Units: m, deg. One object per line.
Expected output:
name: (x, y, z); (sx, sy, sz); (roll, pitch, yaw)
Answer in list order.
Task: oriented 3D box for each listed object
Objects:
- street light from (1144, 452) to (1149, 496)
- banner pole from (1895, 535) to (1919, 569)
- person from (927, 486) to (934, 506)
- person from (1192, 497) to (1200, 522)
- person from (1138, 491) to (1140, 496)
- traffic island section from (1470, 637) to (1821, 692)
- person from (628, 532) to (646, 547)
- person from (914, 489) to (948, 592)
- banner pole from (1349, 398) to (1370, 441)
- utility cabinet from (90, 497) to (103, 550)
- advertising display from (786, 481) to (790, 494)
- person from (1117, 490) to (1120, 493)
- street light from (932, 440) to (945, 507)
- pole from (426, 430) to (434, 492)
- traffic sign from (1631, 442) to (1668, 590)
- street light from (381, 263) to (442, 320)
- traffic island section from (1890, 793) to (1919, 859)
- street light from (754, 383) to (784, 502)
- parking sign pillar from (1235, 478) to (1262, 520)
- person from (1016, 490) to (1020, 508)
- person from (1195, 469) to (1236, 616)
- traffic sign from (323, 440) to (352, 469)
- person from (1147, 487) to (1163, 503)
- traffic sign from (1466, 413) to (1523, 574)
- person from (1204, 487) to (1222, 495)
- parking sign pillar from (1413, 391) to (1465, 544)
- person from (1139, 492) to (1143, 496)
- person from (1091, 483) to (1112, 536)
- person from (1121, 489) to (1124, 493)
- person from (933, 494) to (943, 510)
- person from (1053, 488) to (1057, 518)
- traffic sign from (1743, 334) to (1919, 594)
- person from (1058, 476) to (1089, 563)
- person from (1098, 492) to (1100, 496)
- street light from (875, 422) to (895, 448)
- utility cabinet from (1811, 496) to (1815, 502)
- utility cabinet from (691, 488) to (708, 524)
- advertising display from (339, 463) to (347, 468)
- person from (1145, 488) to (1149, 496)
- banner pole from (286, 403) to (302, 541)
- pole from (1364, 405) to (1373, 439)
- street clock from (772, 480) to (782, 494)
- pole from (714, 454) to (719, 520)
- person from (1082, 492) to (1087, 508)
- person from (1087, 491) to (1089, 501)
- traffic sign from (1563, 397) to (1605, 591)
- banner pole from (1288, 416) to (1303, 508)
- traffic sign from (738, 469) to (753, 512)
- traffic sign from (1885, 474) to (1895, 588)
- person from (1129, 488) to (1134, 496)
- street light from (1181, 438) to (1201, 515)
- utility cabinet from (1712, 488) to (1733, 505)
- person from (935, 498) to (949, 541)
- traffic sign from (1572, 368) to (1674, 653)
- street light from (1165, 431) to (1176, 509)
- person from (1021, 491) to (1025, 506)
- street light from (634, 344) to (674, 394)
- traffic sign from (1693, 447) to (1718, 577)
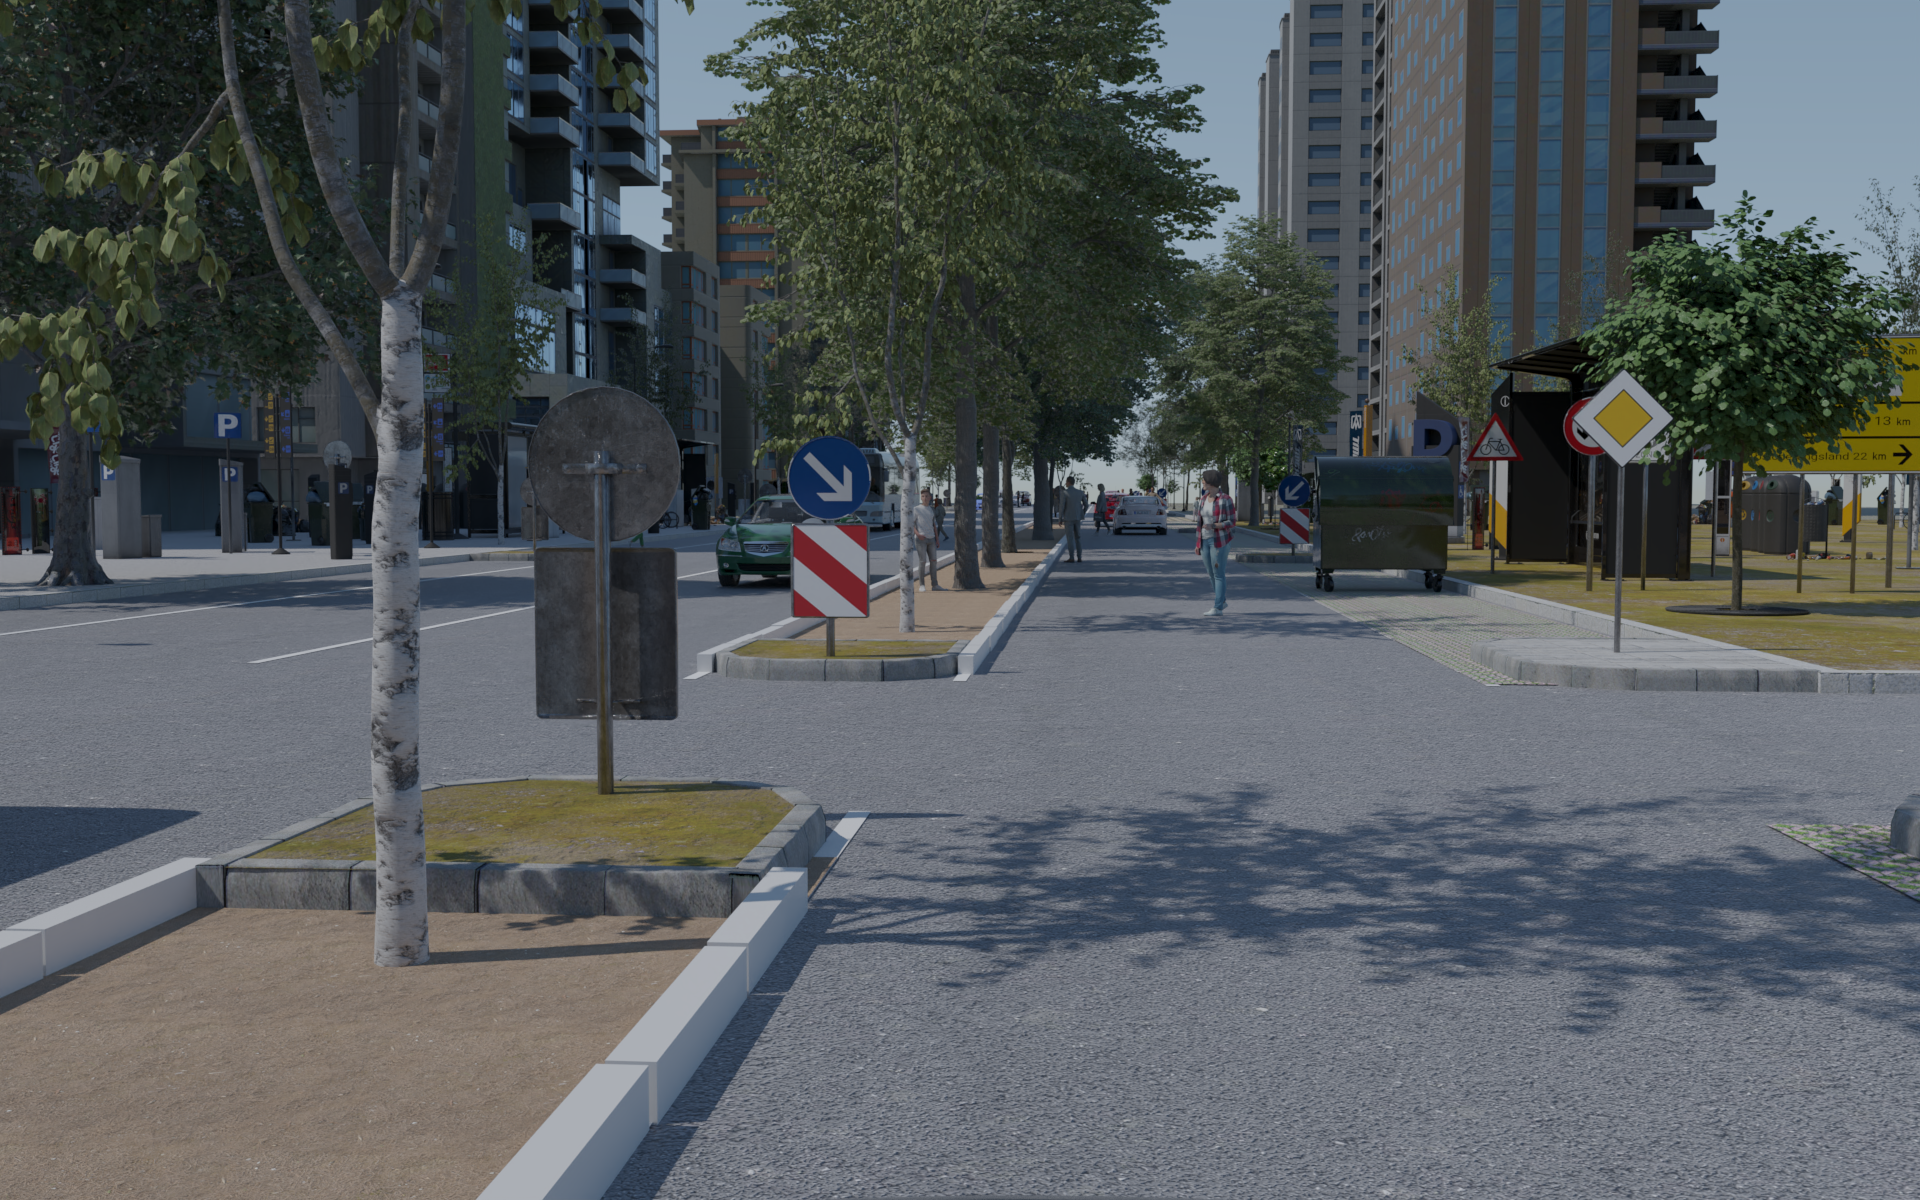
street light: (21.063, -13.279, 189.646); (1.470, 5.913, 1.316); (0, 4, 5)
banner pole: (16.394, -2.427, 29.702); (0.401, 3.779, 0.863); (3, 5, 42)
person: (-1.522, -4.653, 84.775); (0.606, 1.804, 0.583); (1, 4, 18)
person: (11.982, -4.609, 88.142); (0.394, 1.301, 0.425); (3, 4, 38)
person: (21.225, -12.028, 205.021); (0.709, 1.838, 0.599); (1, 4, 21)
traffic island section: (5.337, 0.505, 14.027); (2.009, 0.180, 2.903); (0, 4, 5)
person: (-8.459, -2.001, 45.467); (0.590, 1.304, 0.306); (-3, 4, -37)
person: (-0.475, -0.875, 25.394); (0.523, 1.515, 0.503); (2, 4, 25)
banner pole: (10.535, -3.401, 45.626); (0.401, 3.779, 0.863); (-2, 4, -31)
utility cabinet: (-19.656, -1.781, 40.273); (1.020, 1.237, 0.306); (-3, 4, -39)
advertising display: (-8.391, -4.939, 85.960); (0.123, 1.923, 0.974); (1, 4, 16)
person: (11.609, -7.228, 127.461); (1.217, 1.735, 0.721); (2, 4, 31)
street light: (-1.809, -10.845, 149.857); (1.470, 5.913, 1.316); (0, 4, 5)
pole: (-16.787, -3.732, 54.860); (0.158, 3.312, 0.155); (0, 3, 0)
traffic sign: (9.110, -1.279, 23.037); (0.606, 2.300, 0.079); (1, 4, 9)
street light: (-11.106, -3.819, 34.980); (1.470, 5.913, 1.316); (0, 4, 5)
traffic island section: (4.690, 0.992, 6.068); (2.009, 0.180, 2.903); (0, 4, 5)
street light: (-8.089, -6.137, 72.886); (1.470, 5.913, 1.316); (0, 4, 5)
parking sign pillar: (14.065, -5.866, 84.375); (1.447, 3.967, 1.447); (-1, 4, -23)
person: (6.108, -10.653, 182.689); (0.705, 1.822, 1.348); (0, 4, 2)
person: (3.039, -0.680, 20.457); (0.643, 1.720, 0.563); (-2, 4, -34)
traffic sign: (-14.750, -2.502, 41.014); (0.768, 2.556, 0.104); (1, 4, 13)
person: (10.225, -5.109, 92.035); (1.348, 1.823, 0.705); (2, 4, 31)
traffic sign: (8.590, -1.704, 27.869); (0.884, 2.594, 0.081); (1, 4, 11)
person: (6.507, -2.176, 44.177); (0.679, 1.850, 0.850); (2, 4, 32)
parking sign pillar: (12.412, -3.457, 44.998); (1.447, 3.967, 1.447); (3, 5, 39)
person: (8.482, -4.272, 80.941); (0.523, 1.515, 0.503); (2, 4, 31)
person: (4.840, -3.083, 59.082); (0.728, 1.800, 0.709); (0, 4, 7)
person: (9.765, -5.800, 103.882); (0.990, 1.755, 0.434); (1, 4, 20)
person: (-1.379, -5.440, 100.696); (1.065, 1.426, 0.557); (-2, 4, -33)
person: (5.698, -5.927, 105.494); (1.348, 1.812, 0.705); (0, 3, 0)
traffic sign: (11.184, -1.737, 22.271); (2.265, 3.308, 0.079); (1, 4, 9)
person: (2.359, -1.689, 36.219); (0.635, 1.810, 0.391); (-2, 4, -32)
person: (15.735, -11.246, 193.158); (1.217, 1.735, 0.721); (-3, 5, -41)
street light: (-4.873, -8.484, 111.261); (1.470, 5.913, 1.316); (0, 4, 5)
utility cabinet: (28.700, -2.927, 59.017); (0.306, 1.237, 1.020); (0, 4, -6)
utility cabinet: (-11.285, -4.066, 75.158); (0.318, 1.500, 1.173); (1, 4, 11)
advertising display: (-12.783, -1.879, 35.934); (0.123, 1.923, 0.974); (-1, 4, -17)
person: (11.278, -5.838, 104.042); (0.705, 1.812, 1.348); (0, 4, -2)
banner pole: (-18.227, -3.500, 47.248); (0.401, 3.779, 0.863); (-1, 4, -19)
pole: (9.362, -2.811, 39.798); (0.158, 3.312, 0.155); (0, 3, 0)
street clock: (-9.183, -5.048, 87.103); (0.471, 2.002, 0.358); (-1, 4, -17)
pole: (-12.250, -5.705, 87.117); (0.158, 3.312, 0.155); (0, 3, 0)
person: (11.062, -8.854, 154.180); (0.541, 1.710, 0.530); (1, 4, 19)
person: (17.859, -14.332, 242.925); (0.705, 1.812, 1.348); (0, 4, -6)
traffic sign: (8.306, -1.387, 22.784); (0.768, 2.556, 0.104); (0, 4, 6)
banner pole: (10.657, -3.992, 55.289); (0.401, 3.779, 0.863); (-2, 4, -29)
traffic sign: (-10.717, -5.272, 86.303); (0.768, 2.556, 0.104); (1, 4, 9)
traffic sign: (12.702, -1.438, 23.620); (0.768, 2.556, 0.104); (1, 4, 8)
person: (11.196, -6.432, 113.759); (0.705, 1.812, 1.348); (-1, 4, -17)
street light: (14.437, -8.285, 107.995); (1.470, 5.913, 1.316); (0, 4, 5)
utility cabinet: (29.958, -3.594, 67.442); (1.173, 1.500, 0.318); (0, 4, 3)
person: (-0.612, -2.440, 52.659); (0.640, 1.303, 0.475); (2, 4, 24)
traffic sign: (5.313, -0.631, 13.951); (0.795, 2.450, 0.064); (0, 4, 5)
street light: (15.898, -9.454, 127.110); (1.470, 5.913, 1.316); (0, 4, 5)
person: (7.232, -11.741, 200.993); (0.721, 1.766, 1.217); (1, 4, 15)
street light: (-9.579, -4.978, 53.931); (1.470, 5.913, 1.316); (0, 4, 5)
traffic sign: (11.698, -1.641, 26.836); (0.884, 2.594, 0.081); (1, 4, 14)
